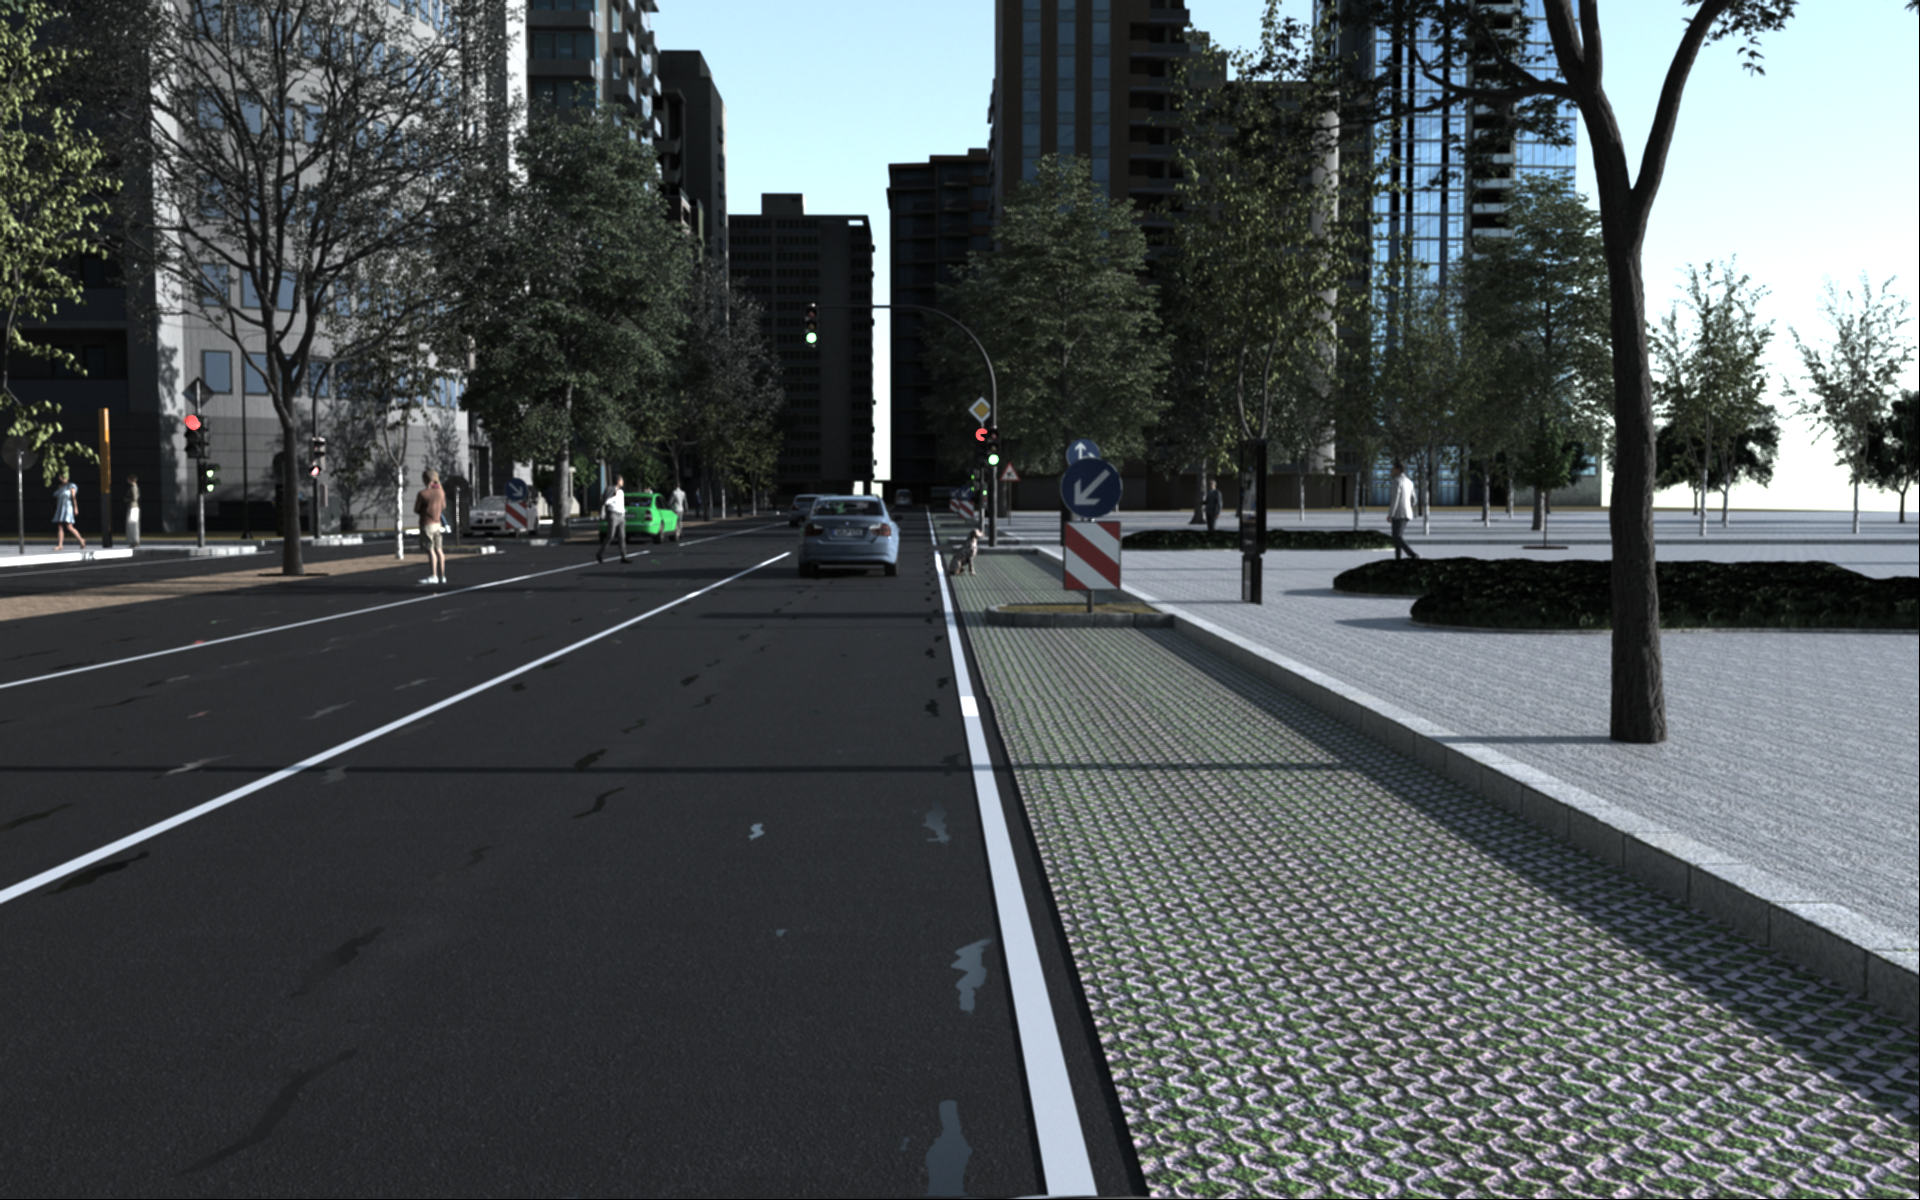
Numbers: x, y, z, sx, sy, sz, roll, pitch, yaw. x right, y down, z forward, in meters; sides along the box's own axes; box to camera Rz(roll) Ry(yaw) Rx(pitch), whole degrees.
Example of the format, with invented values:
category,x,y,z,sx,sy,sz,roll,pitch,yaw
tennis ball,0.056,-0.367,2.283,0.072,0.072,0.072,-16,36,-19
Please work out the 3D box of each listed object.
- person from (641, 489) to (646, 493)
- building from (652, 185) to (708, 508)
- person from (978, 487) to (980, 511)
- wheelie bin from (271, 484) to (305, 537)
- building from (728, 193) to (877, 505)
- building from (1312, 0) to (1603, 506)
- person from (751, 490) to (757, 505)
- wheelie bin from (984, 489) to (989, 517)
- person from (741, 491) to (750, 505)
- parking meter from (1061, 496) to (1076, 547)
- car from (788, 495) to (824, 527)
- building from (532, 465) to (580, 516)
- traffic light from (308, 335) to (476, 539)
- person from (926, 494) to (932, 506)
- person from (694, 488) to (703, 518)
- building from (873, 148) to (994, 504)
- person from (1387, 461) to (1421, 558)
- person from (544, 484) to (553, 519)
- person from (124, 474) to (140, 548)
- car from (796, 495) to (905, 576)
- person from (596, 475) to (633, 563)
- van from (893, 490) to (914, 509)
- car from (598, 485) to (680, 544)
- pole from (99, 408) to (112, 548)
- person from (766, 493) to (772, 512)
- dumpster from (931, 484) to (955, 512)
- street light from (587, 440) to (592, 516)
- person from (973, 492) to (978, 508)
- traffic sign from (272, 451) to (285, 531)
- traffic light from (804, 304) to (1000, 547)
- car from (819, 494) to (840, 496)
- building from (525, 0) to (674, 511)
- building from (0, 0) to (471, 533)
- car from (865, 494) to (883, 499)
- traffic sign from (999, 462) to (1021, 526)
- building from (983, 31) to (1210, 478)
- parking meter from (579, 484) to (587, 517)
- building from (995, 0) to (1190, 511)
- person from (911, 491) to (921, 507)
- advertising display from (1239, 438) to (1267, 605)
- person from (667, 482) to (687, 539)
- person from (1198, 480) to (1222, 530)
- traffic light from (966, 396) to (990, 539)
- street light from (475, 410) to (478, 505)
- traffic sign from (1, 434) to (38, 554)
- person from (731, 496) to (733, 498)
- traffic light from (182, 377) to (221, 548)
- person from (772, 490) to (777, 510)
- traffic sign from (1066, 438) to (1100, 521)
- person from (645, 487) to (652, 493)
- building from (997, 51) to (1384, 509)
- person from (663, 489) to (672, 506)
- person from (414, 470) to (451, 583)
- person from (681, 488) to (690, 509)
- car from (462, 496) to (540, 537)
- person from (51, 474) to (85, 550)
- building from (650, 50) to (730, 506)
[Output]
category,x,y,z,sx,sy,sz,roll,pitch,yaw
person,-23.203,-7.378,127.231,0.990,1.755,0.434,-1,4,-18
building,-31.684,-23.889,162.282,14.160,30.474,14.107,0,4,-1
person,1.552,-7.654,131.205,0.705,1.821,1.348,-1,4,-17
wheelie bin,-20.351,-2.725,52.469,0.980,1.594,0.693,-1,4,-17
building,-23.136,-32.691,226.379,23.993,40.220,32.217,0,4,-1
building,52.410,-53.488,187.201,31.000,86.520,22.319,0,4,-1
person,-23.356,-11.682,197.051,0.705,1.822,1.348,1,4,22
wheelie bin,1.665,-5.394,96.099,0.693,1.594,0.980,1,4,14
person,-25.008,-11.897,201.278,1.217,1.735,0.721,-1,4,-15
parking meter,2.653,-2.080,42.416,0.372,1.533,0.369,0,3,0
car,-6.706,-4.011,77.579,2.014,1.417,4.499,0,4,-2
building,-40.874,-25.281,105.222,32.217,40.220,23.993,0,4,-1
traffic light,-16.265,-4.577,49.509,4.771,5.953,1.251,0,4,-1
person,-3.073,-11.206,191.729,1.348,1.822,0.705,1,4,17
person,-15.857,-5.873,104.705,0.419,1.800,0.721,-1,4,-22
building,3.551,-34.707,222.077,28.867,44.769,22.147,0,4,-1
person,7.581,-1.446,29.526,0.661,1.843,0.795,-3,5,-44
person,-21.269,-5.127,90.055,0.721,1.800,0.419,0,4,-5
person,-19.765,-2.125,41.334,0.362,1.759,0.519,-1,4,-12
car,-2.002,-1.191,31.479,2.014,1.417,4.499,0,4,-2
person,-7.176,-1.666,35.839,0.850,1.850,0.679,1,4,22
van,-5.446,-9.734,166.167,2.013,2.044,4.112,0,4,-3
car,-9.415,-2.582,51.007,1.959,1.807,4.718,0,4,0
pole,-20.374,-2.902,41.286,0.158,3.312,0.155,0,3,0
person,-14.548,-7.490,131.760,0.742,1.727,0.445,2,4,25
dumpster,-1.325,-8.028,136.210,1.985,2.255,1.502,0,4,0
street light,-20.880,-7.793,99.961,1.470,5.913,1.316,0,4,-1
person,1.483,-9.713,164.845,1.348,1.824,0.705,0,4,-8
traffic sign,-20.121,-3.149,51.591,0.768,2.556,0.104,0,4,7
traffic light,-1.323,-4.098,41.669,4.771,5.953,1.251,0,4,-1
car,-7.717,-5.542,102.414,2.131,1.459,4.920,0,4,0
building,-36.252,-31.753,138.772,23.786,49.044,30.456,0,4,-1
building,-31.335,-32.280,69.782,21.231,58.520,28.212,0,4,-1
car,-8.445,-9.404,165.560,2.131,1.459,4.920,0,4,-2
traffic sign,2.018,-4.305,70.397,0.884,2.594,0.081,0,4,2
building,14.230,-34.478,183.324,23.786,49.044,30.456,0,4,-1
parking meter,-21.214,-5.610,97.438,0.399,1.863,0.255,3,4,38
building,9.927,-29.786,137.105,14.600,45.320,14.200,0,4,-1
person,-4.923,-11.057,189.311,1.348,1.821,0.705,-1,4,-13
advertising display,3.460,-0.934,20.490,0.123,1.923,0.974,0,4,-2
person,-8.980,-2.826,54.825,0.853,1.813,0.709,3,5,39
person,6.710,-2.313,46.488,0.590,1.801,0.661,-2,4,-32
traffic light,0.602,-3.726,49.836,0.839,4.253,0.868,0,4,-1
street light,-20.332,-6.247,74.679,1.470,5.913,1.316,0,4,-1
traffic sign,-20.017,-2.249,36.875,0.768,2.556,0.104,0,3,0
person,-26.534,-11.865,200.581,0.434,1.755,0.990,-1,4,-21
traffic light,-18.190,-3.213,41.447,0.839,4.253,0.868,0,4,-1
person,-16.243,-8.742,151.986,0.434,1.755,0.990,1,4,18
traffic sign,2.827,-2.428,39.801,0.768,2.556,0.104,0,4,4
person,-22.233,-7.191,123.486,0.818,1.842,0.514,2,4,34
building,19.201,-28.418,156.516,32.217,40.220,23.993,0,4,-1
person,-23.244,-8.038,138.182,1.217,1.735,0.721,-3,5,-41
person,-8.544,-1.196,28.037,0.573,1.828,0.580,-1,4,-22
person,-23.739,-8.710,148.460,1.348,1.822,0.705,2,4,31
car,-15.817,-2.899,59.758,2.083,1.381,4.827,0,4,-1
person,-20.464,-2.048,39.622,0.616,1.811,0.778,2,4,26
building,-36.755,-34.453,187.014,21.600,48.544,21.300,0,4,-1
